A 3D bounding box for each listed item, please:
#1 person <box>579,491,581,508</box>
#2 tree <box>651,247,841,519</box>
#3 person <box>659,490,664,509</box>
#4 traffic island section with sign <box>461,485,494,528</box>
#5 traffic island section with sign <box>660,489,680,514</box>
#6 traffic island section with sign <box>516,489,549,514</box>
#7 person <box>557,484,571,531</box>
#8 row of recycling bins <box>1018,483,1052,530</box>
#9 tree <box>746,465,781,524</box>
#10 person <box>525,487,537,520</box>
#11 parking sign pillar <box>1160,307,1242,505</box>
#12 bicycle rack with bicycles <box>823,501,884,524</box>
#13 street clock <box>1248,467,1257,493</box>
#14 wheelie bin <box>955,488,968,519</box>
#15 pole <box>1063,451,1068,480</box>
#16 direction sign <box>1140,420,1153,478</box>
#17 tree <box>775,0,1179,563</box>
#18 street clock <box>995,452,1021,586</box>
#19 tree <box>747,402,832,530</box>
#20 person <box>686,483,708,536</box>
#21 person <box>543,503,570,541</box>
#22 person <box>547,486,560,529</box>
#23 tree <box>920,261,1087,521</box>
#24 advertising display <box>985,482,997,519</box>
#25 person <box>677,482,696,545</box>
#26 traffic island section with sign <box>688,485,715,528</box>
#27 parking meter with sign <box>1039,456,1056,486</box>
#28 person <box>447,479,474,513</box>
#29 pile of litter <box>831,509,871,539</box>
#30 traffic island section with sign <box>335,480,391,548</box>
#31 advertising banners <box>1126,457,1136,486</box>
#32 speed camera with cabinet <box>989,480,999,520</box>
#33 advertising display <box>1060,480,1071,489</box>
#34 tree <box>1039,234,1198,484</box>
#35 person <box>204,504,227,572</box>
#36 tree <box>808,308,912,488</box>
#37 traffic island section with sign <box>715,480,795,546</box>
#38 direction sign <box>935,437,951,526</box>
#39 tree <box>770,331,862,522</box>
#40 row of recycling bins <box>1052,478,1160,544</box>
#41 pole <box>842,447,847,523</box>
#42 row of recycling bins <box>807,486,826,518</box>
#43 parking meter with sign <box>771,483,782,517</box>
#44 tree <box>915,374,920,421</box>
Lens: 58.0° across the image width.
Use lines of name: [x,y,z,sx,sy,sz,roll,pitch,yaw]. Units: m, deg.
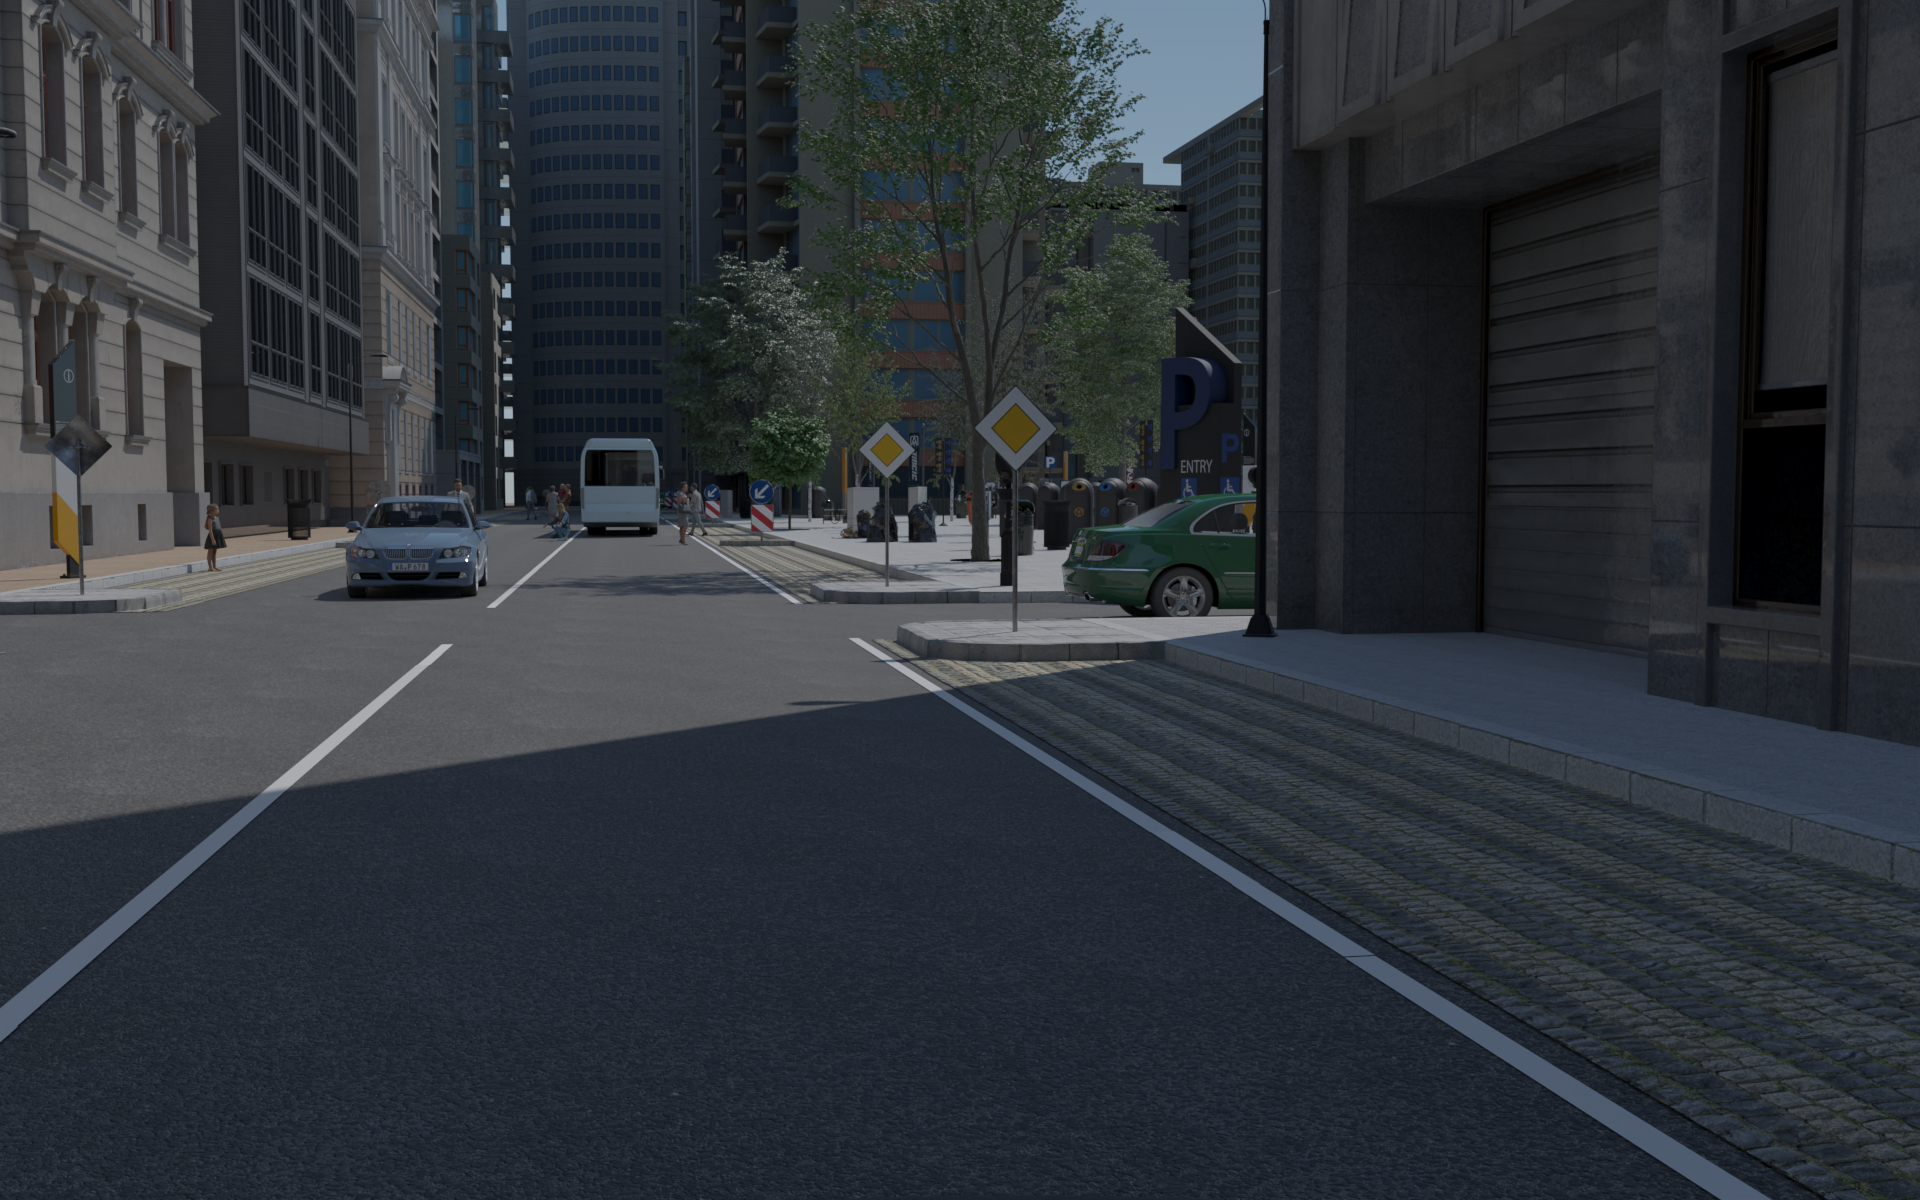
person: [-32.346,-8.511,148.435,0.721,1.735,1.217,-2,4,-30]
tree: [-10.588,-11.138,88.758,9.857,13.997,8.962,0,3,0]
person: [-28.402,-9.527,164.136,0.709,1.838,0.599,2,4,33]
traffic island section with sign: [-20.853,-3.970,73.533,1.989,1.847,2.006,-1,4,-11]
traffic island section with sign: [-20.404,-7.060,124.056,1.989,1.847,2.006,-1,4,-11]
traffic island section with sign: [-30.360,-6.969,122.566,1.989,1.847,2.006,-1,4,-11]
person: [-15.389,-3.608,67.463,0.580,1.828,0.573,1,4,10]
row of recycling bins: [3.649,-3.376,62.316,3.534,1.692,1.069,2,4,30]
tree: [-8.379,-4.879,74.379,1.663,3.219,1.824,0,3,0]
person: [-23.583,-5.301,95.277,0.850,1.850,0.679,3,4,38]
parking sign pillar: [3.398,-2.204,24.509,1.447,3.967,1.447,-2,4,-32]
bicycle rack with bicycles: [-4.424,-3.726,74.302,2.852,0.926,2.925,2,4,33]
street clock: [7.826,-2.508,45.579,0.471,2.002,0.358,-1,4,-20]
wheelie bin: [0.090,-5.072,90.836,0.693,1.594,0.980,0,4,-1]
pole: [5.023,-5.415,82.375,0.158,3.312,0.155,0,3,0]
direction sign: [5.731,-3.752,53.334,0.379,3.537,0.876,-1,4,-20]
tree: [0.382,-6.545,32.763,9.928,11.665,9.643,0,3,0]
street clock: [0.679,-1.200,24.192,0.358,2.002,0.471,1,4,23]
tree: [-6.108,-4.766,61.637,4.285,4.588,4.351,0,3,0]
person: [-8.933,-3.050,58.639,0.850,1.792,0.678,1,4,10]
person: [-12.257,-2.383,52.955,0.738,1.151,1.012,-2,4,-29]
person: [-16.768,-3.852,71.845,0.716,1.782,0.532,0,4,-3]
tree: [1.720,-6.447,55.774,4.360,8.622,3.978,0,3,0]
advertising display: [1.635,-5.218,90.533,0.123,1.923,0.974,-2,4,-31]
person: [-7.708,-2.436,48.689,0.532,1.782,0.716,0,4,3]
traffic island section with sign: [-10.812,-4.036,74.621,1.989,1.847,2.006,-1,4,-11]
parking meter with sign: [4.018,-5.184,81.020,0.543,3.016,1.738,-1,4,-11]
person: [-11.813,-1.959,40.802,0.678,1.792,0.850,-1,4,-19]
pile of litter: [-2.956,-2.217,50.216,1.719,0.858,1.176,-1,4,-20]
traffic island section with sign: [-15.633,-2.323,46.603,1.989,1.847,2.006,-1,4,-11]
advertising banners: [7.334,-5.263,82.239,2.074,3.025,0.090,1,4,13]
speed camera with cabinet: [1.570,-5.650,86.711,2.038,3.252,0.660,0,4,-4]
advertising display: [5.177,-4.633,80.963,0.974,1.923,0.123,1,4,13]
tree: [7.259,-9.626,75.511,7.486,12.596,7.792,0,3,0]
person: [-13.710,-1.145,31.897,0.373,1.253,0.362,1,4,9]
tree: [-3.972,-7.201,68.092,4.737,8.622,4.395,0,3,0]
traffic island section with sign: [-5.674,-2.418,48.158,1.989,1.847,2.006,-1,4,-11]
direction sign: [-0.669,-4.731,69.342,0.379,3.537,0.876,3,5,44]
tree: [-6.688,-7.898,79.503,4.360,8.622,3.978,0,3,0]
row of recycling bins: [4.216,-2.268,44.193,3.534,1.692,1.069,2,4,34]
pole: [-5.033,-5.006,75.684,0.158,3.312,0.155,0,3,0]
row of recycling bins: [-7.697,-5.244,92.846,1.069,1.692,3.534,0,4,-6]
parking meter with sign: [-10.389,-6.231,98.144,0.543,3.016,1.738,0,4,3]
tree: [-0.284,-8.041,81.830,4.360,8.622,3.978,0,3,0]
